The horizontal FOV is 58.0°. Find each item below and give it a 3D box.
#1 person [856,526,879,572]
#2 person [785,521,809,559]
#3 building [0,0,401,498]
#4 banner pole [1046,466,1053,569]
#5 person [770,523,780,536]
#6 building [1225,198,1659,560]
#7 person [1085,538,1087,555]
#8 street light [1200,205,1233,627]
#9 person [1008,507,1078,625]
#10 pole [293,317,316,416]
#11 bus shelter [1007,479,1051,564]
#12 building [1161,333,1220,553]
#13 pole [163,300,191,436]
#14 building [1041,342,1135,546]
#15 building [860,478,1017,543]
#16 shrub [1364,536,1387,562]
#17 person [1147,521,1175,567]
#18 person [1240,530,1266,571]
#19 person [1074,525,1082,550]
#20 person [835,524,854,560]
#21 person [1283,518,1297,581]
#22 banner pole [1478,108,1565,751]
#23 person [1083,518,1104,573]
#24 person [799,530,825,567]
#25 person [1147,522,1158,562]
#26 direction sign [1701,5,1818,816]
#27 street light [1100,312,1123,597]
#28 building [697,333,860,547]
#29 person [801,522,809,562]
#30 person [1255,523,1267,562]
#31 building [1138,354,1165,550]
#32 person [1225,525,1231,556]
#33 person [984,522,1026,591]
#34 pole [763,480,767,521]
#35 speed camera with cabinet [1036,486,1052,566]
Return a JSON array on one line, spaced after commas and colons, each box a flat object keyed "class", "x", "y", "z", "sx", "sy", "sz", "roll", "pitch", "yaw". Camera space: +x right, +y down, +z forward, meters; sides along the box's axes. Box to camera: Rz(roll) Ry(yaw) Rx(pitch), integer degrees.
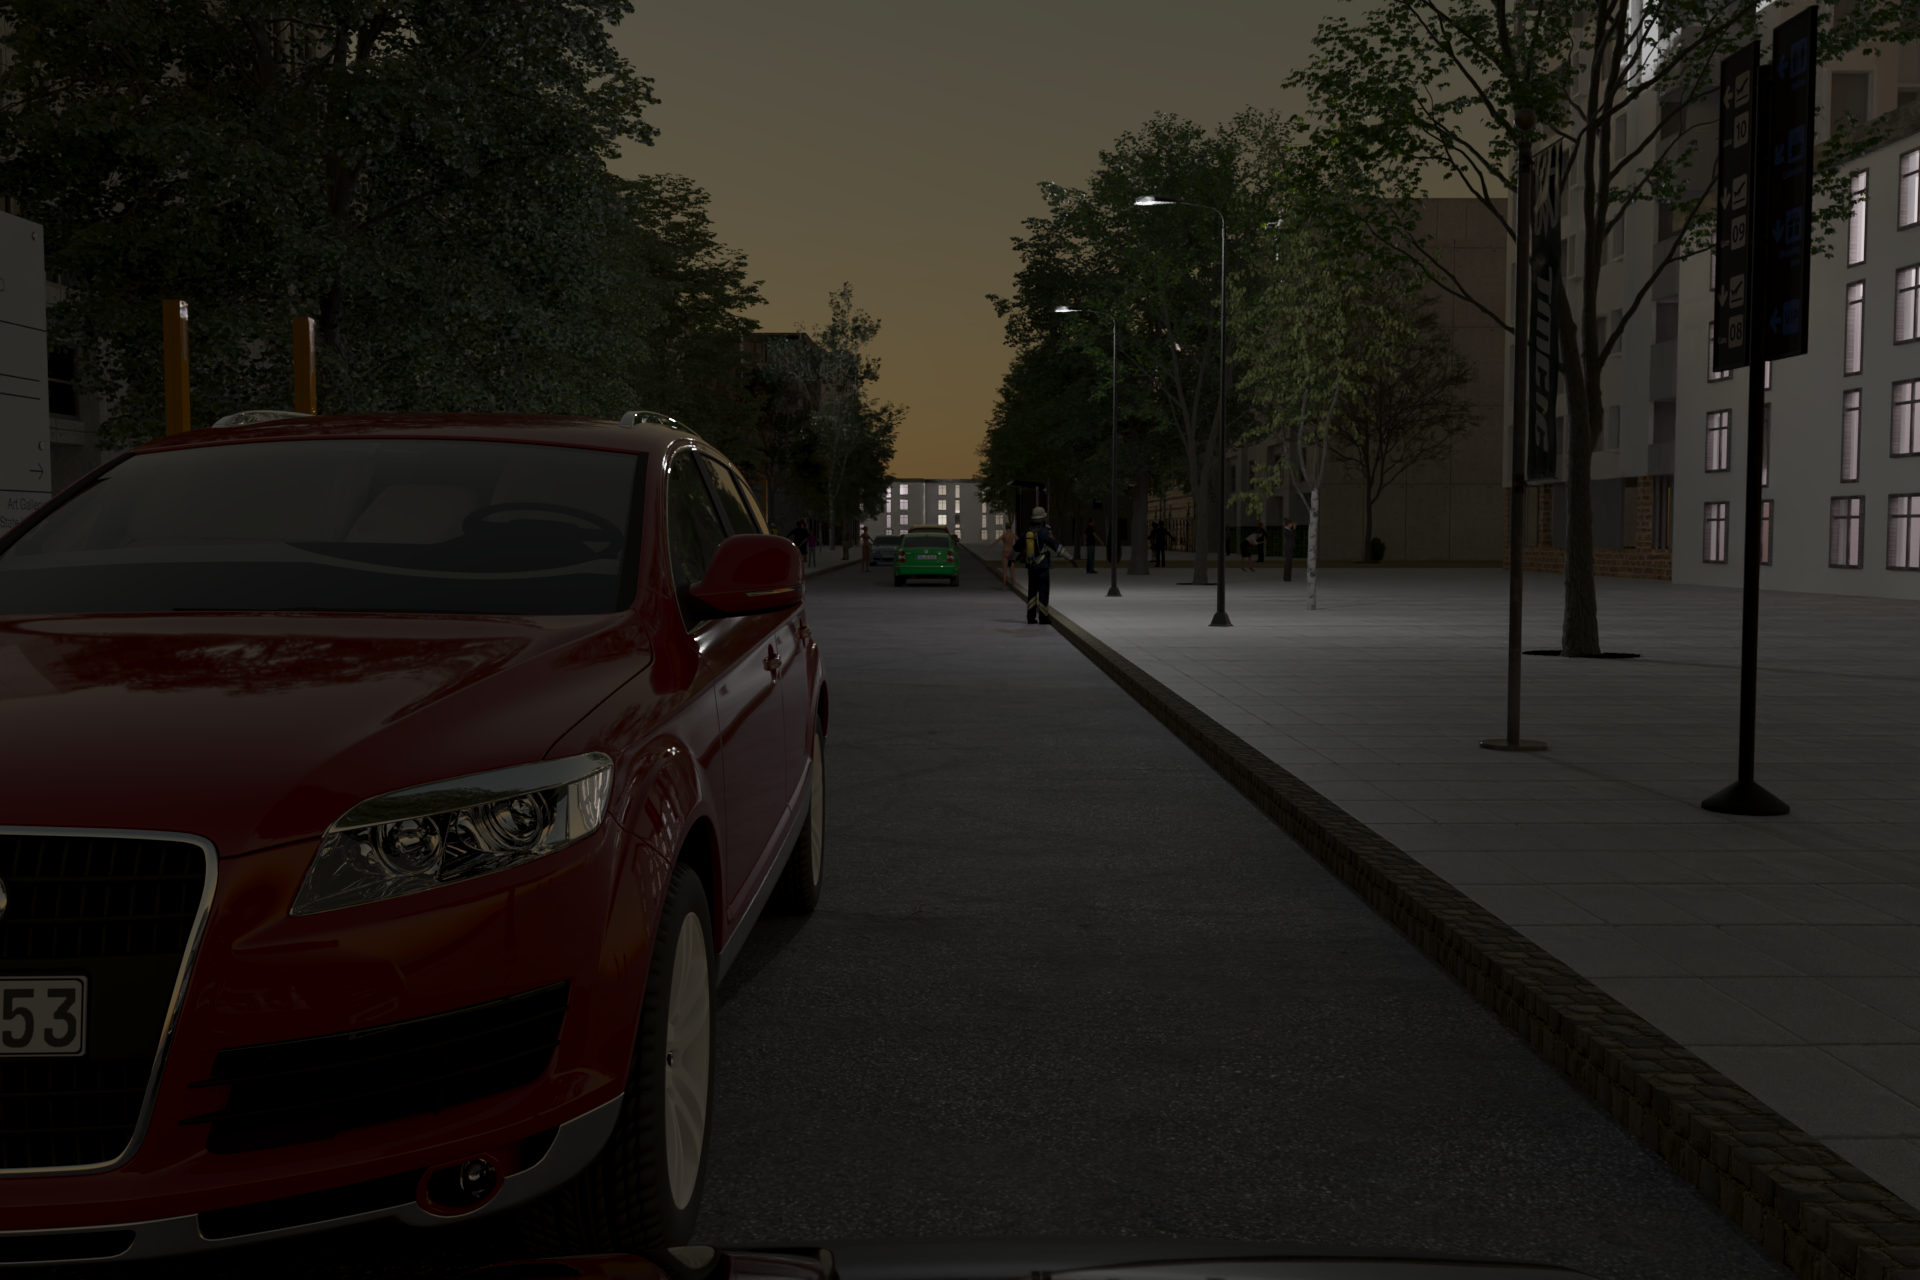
[{"class": "person", "x": -3.513, "y": -3.440, "z": 65.497, "sx": 0.721, "sy": 1.733, "sz": 1.217, "roll": 3, "pitch": 5, "yaw": 40}, {"class": "person", "x": -6.904, "y": -4.162, "z": 73.980, "sx": 1.347, "sy": 1.837, "sz": 0.705, "roll": -1, "pitch": 4, "yaw": -10}, {"class": "building", "x": -29.140, "y": -11.213, "z": 49.786, "sx": 16.747, "sy": 18.905, "sz": 31.486, "roll": 0, "pitch": 4, "yaw": -1}, {"class": "banner pole", "x": 3.236, "y": -4.492, "z": 63.456, "sx": 0.401, "sy": 3.779, "sz": 0.863, "roll": 0, "pitch": 3, "yaw": 0}, {"class": "person", "x": -9.535, "y": -5.032, "z": 88.249, "sx": 0.705, "sy": 1.833, "sz": 1.349, "roll": 2, "pitch": 4, "yaw": 31}, {"class": "building", "x": 25.811, "y": -14.275, "z": 99.850, "sx": 16.747, "sy": 18.905, "sz": 31.486, "roll": 0, "pitch": 3, "yaw": 0}, {"class": "person", "x": 7.794, "y": -6.026, "z": 104.705, "sx": 0.705, "sy": 1.806, "sz": 1.347, "roll": 1, "pitch": 4, "yaw": 21}, {"class": "street light", "x": 4.171, "y": -3.142, "z": 23.920, "sx": 1.470, "sy": 5.913, "sz": 1.316, "roll": 0, "pitch": 4, "yaw": -1}, {"class": "person", "x": 1.264, "y": -1.179, "z": 27.510, "sx": 1.354, "sy": 1.856, "sz": 0.705, "roll": 3, "pitch": 5, "yaw": 39}, {"class": "pole", "x": -6.188, "y": -1.381, "z": 16.428, "sx": 0.158, "sy": 3.312, "sz": 0.155, "roll": 0, "pitch": 3, "yaw": 0}, {"class": "bus shelter", "x": 3.094, "y": -5.285, "z": 77.690, "sx": 1.731, "sy": 3.624, "sz": 6.357, "roll": 0, "pitch": 4, "yaw": 0}, {"class": "building", "x": 25.085, "y": -18.008, "z": 125.363, "sx": 19.493, "sy": 23.208, "sz": 18.063, "roll": 0, "pitch": 3, "yaw": 0}, {"class": "pole", "x": -6.852, "y": -1.307, "z": 15.215, "sx": 0.158, "sy": 3.312, "sz": 0.155, "roll": 0, "pitch": 3, "yaw": 0}, {"class": "building", "x": 22.522, "y": -21.823, "z": 200.773, "sx": 27.936, "sy": 21.610, "sz": 32.646, "roll": 0, "pitch": 4, "yaw": -1}, {"class": "building", "x": -5.282, "y": -19.286, "z": 259.925, "sx": 28.070, "sy": 9.664, "sz": 9.099, "roll": 0, "pitch": 4, "yaw": 4}, {"class": "shrub", "x": 19.090, "y": -4.186, "z": 79.559, "sx": 1.383, "sy": 1.207, "sz": 1.383, "roll": 0, "pitch": 3, "yaw": 0}, {"class": "person", "x": 7.808, "y": -3.750, "z": 67.491, "sx": 1.347, "sy": 1.806, "sz": 0.705, "roll": -1, "pitch": 4, "yaw": -18}, {"class": "person", "x": 10.028, "y": -3.073, "z": 59.473, "sx": 0.799, "sy": 1.438, "sz": 0.628, "roll": -1, "pitch": 4, "yaw": -11}, {"class": "person", "x": 6.744, "y": -5.698, "z": 99.289, "sx": 0.704, "sy": 1.817, "sz": 1.347, "roll": 1, "pitch": 4, "yaw": 15}, {"class": "person", "x": -5.689, "y": -4.858, "z": 85.706, "sx": 1.348, "sy": 1.796, "sz": 0.705, "roll": 3, "pitch": 5, "yaw": 44}, {"class": "person", "x": 8.976, "y": -2.442, "z": 46.779, "sx": 0.445, "sy": 1.727, "sz": 0.742, "roll": -2, "pitch": 4, "yaw": -24}, {"class": "banner pole", "x": 3.329, "y": -1.227, "z": 10.071, "sx": 0.401, "sy": 3.779, "sz": 0.863, "roll": 0, "pitch": 4, "yaw": -1}, {"class": "person", "x": 4.296, "y": -3.074, "z": 56.477, "sx": 0.705, "sy": 1.803, "sz": 1.348, "roll": -1, "pitch": 4, "yaw": -22}, {"class": "person", "x": -5.726, "y": -3.529, "z": 66.965, "sx": 0.991, "sy": 1.433, "sz": 0.599, "roll": 0, "pitch": 4, "yaw": -7}, {"class": "person", "x": 8.842, "y": -4.457, "z": 79.019, "sx": 0.704, "sy": 1.843, "sz": 1.345, "roll": 3, "pitch": 5, "yaw": 40}, {"class": "direction sign", "x": 3.653, "y": -0.976, "z": 7.952, "sx": 0.379, "sy": 3.537, "sz": 0.876, "roll": 0, "pitch": 4, "yaw": 0}, {"class": "street light", "x": 3.701, "y": -3.842, "z": 35.366, "sx": 1.470, "sy": 5.913, "sz": 1.316, "roll": 0, "pitch": 4, "yaw": -1}, {"class": "building", "x": -26.049, "y": -21.290, "z": 192.066, "sx": 27.936, "sy": 21.610, "sz": 32.646, "roll": 0, "pitch": 4, "yaw": 0}, {"class": "person", "x": -7.096, "y": -4.422, "z": 78.432, "sx": 0.704, "sy": 1.812, "sz": 1.346, "roll": 1, "pitch": 4, "yaw": 19}, {"class": "person", "x": 13.595, "y": -4.419, "z": 78.475, "sx": 0.704, "sy": 1.802, "sz": 1.346, "roll": -1, "pitch": 4, "yaw": -23}, {"class": "building", "x": 24.904, "y": -19.131, "z": 143.717, "sx": 19.493, "sy": 23.208, "sz": 18.063, "roll": 0, "pitch": 3, "yaw": 0}, {"class": "person", "x": 15.743, "y": -5.862, "z": 101.976, "sx": 0.705, "sy": 1.813, "sz": 1.348, "roll": 0, "pitch": 4, "yaw": -2}, {"class": "person", "x": 1.184, "y": -2.100, "z": 43.599, "sx": 1.217, "sy": 1.733, "sz": 0.721, "roll": -1, "pitch": 4, "yaw": -21}, {"class": "pole", "x": -7.348, "y": -4.370, "z": 65.290, "sx": 0.158, "sy": 3.312, "sz": 0.155, "roll": 0, "pitch": 3, "yaw": 0}, {"class": "speed camera with cabinet", "x": 3.398, "y": -4.682, "z": 70.893, "sx": 0.660, "sy": 3.252, "sz": 2.038, "roll": 0, "pitch": 4, "yaw": -1}]
